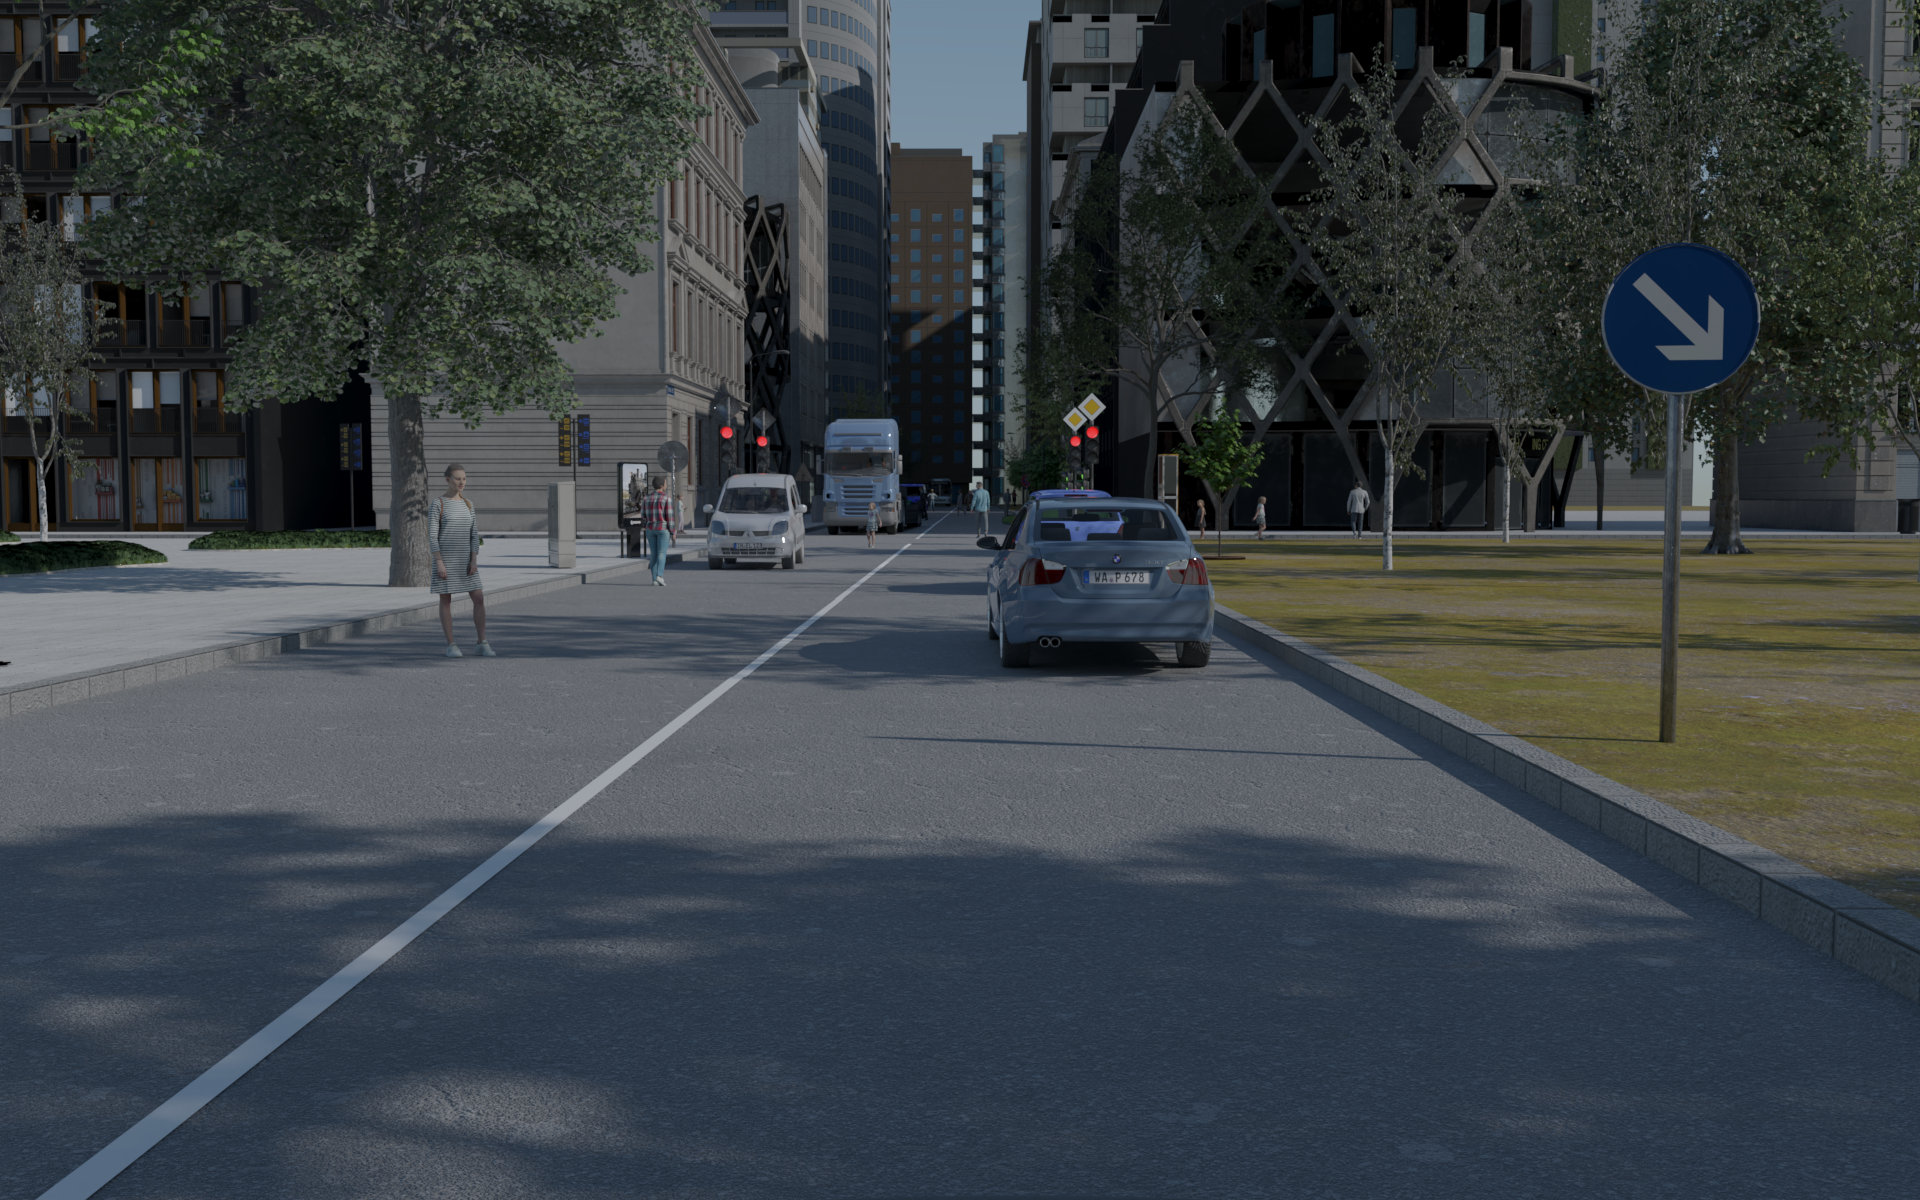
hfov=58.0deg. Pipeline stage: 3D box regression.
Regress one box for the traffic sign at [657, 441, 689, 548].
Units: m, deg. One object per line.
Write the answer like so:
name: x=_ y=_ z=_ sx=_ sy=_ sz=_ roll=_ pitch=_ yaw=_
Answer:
traffic sign: x=-6.825 y=-2.514 z=41.216 sx=0.768 sy=2.556 sz=0.104 roll=0 pitch=4 yaw=3

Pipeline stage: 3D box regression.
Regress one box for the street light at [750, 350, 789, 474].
street light: x=-6.215 y=-5.111 z=56.101 sx=1.470 sy=5.913 sz=1.316 roll=0 pitch=4 yaw=0

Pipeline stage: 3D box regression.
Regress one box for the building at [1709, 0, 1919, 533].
building: x=42.006 y=-16.222 z=62.494 sx=25.104 sy=27.353 sz=12.463 roll=0 pitch=4 yaw=0

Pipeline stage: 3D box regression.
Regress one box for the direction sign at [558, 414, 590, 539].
direction sign: x=-10.927 y=-3.494 z=49.125 sx=0.876 sy=3.537 sz=0.379 roll=-1 pitch=4 yaw=-12

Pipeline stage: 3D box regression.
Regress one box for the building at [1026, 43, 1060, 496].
building: x=13.613 y=-31.787 z=169.826 sx=14.600 sy=45.320 sz=14.200 roll=0 pitch=4 yaw=0

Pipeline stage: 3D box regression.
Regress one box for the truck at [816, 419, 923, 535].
truck: x=-3.195 y=-4.784 z=67.972 sx=2.967 sy=4.110 sz=18.799 roll=0 pitch=4 yaw=2

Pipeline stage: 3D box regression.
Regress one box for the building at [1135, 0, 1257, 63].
building: x=12.856 y=-15.446 z=82.225 sx=12.332 sy=23.373 sz=15.834 roll=0 pitch=4 yaw=0

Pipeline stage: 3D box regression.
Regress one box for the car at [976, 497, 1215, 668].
car: x=1.168 y=-0.220 z=15.605 sx=2.014 sy=1.417 sz=4.499 roll=0 pitch=4 yaw=-1

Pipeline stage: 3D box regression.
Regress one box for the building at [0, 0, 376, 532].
building: x=-31.295 y=-14.316 z=63.738 sx=15.834 sy=23.373 sz=12.332 roll=0 pitch=4 yaw=0

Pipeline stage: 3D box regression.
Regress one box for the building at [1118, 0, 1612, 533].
building: x=15.058 y=-12.090 z=65.128 sx=16.811 sy=18.784 sz=16.820 roll=0 pitch=4 yaw=0

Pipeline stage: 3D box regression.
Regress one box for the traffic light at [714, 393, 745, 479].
traffic light: x=-6.423 y=-3.627 z=48.226 sx=0.839 sy=4.253 sz=0.868 roll=0 pitch=4 yaw=0

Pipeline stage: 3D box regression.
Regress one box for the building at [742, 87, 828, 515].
building: x=-15.297 y=-17.919 z=111.003 sx=12.078 sy=24.808 sz=19.932 roll=0 pitch=4 yaw=0

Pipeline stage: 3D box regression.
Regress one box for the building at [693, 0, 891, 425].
building: x=-21.931 y=-39.877 z=193.993 sx=28.212 sy=58.520 sz=21.231 roll=0 pitch=4 yaw=0

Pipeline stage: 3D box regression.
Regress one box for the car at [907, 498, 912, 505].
car: x=-3.552 y=-5.158 z=93.133 sx=1.959 sy=1.807 sz=4.718 roll=0 pitch=4 yaw=1

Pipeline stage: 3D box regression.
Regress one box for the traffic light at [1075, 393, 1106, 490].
traffic light: x=3.638 y=-3.623 z=48.159 sx=0.839 sy=4.253 sz=0.868 roll=0 pitch=4 yaw=0

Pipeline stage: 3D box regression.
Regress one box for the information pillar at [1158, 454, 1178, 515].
information pillar: x=3.857 y=-1.690 z=32.130 sx=0.304 sy=2.012 sz=0.304 roll=-1 pitch=4 yaw=-9

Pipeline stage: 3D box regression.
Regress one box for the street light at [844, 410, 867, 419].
street light: x=-5.872 y=-7.565 z=96.221 sx=1.470 sy=5.913 sz=1.316 roll=0 pitch=4 yaw=0

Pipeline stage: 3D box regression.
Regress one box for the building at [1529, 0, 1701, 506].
building: x=64.855 y=-39.841 z=193.398 sx=28.212 sy=58.520 sz=21.231 roll=0 pitch=4 yaw=0

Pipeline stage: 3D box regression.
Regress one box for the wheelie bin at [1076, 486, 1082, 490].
wheelie bin: x=4.037 y=-3.171 z=59.749 sx=0.693 sy=1.594 sz=0.980 roll=-2 pitch=4 yaw=-24

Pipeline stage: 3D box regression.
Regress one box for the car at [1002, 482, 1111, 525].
car: x=1.615 y=-1.005 z=26.016 sx=1.945 sy=1.707 sz=3.694 roll=0 pitch=4 yaw=-1

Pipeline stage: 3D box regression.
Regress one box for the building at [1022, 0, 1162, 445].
building: x=21.547 y=-36.793 z=190.802 sx=28.713 sy=52.752 sz=27.495 roll=0 pitch=4 yaw=0

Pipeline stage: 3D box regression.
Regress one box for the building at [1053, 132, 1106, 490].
building: x=13.107 y=-19.638 z=118.338 sx=12.463 sy=27.353 sz=25.104 roll=0 pitch=4 yaw=0

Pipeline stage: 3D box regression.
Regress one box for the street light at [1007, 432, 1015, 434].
street light: x=4.244 y=-9.668 z=130.606 sx=1.470 sy=5.913 sz=1.316 roll=0 pitch=4 yaw=0

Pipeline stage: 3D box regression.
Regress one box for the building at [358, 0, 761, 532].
building: x=-14.848 y=-14.178 z=67.973 sx=11.583 sy=22.565 sz=21.152 roll=0 pitch=4 yaw=0

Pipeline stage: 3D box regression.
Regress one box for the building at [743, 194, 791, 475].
building: x=-17.130 y=-13.443 z=87.245 sx=16.820 sy=18.784 sz=16.811 roll=0 pitch=4 yaw=0

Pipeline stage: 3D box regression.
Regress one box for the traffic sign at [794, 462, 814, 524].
traffic sign: x=-6.404 y=-4.327 z=70.748 sx=0.884 sy=2.594 sz=0.081 roll=1 pitch=4 yaw=9

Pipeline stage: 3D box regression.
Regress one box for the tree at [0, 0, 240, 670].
tree: x=-7.753 y=-5.291 z=12.256 sx=9.928 sy=11.665 sz=9.643 roll=0 pitch=3 yaw=0

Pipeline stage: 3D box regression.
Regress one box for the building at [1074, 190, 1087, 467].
building: x=13.051 y=-16.413 z=98.028 sx=12.332 sy=23.373 sz=15.834 roll=0 pitch=4 yaw=0

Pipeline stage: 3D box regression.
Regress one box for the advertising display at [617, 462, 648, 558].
advertising display: x=-6.585 y=-1.815 z=34.896 sx=0.123 sy=1.923 sz=0.974 roll=1 pitch=4 yaw=22

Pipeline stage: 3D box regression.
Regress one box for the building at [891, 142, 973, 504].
building: x=-5.478 y=-35.081 z=223.680 sx=14.200 sy=45.320 sz=14.600 roll=0 pitch=4 yaw=0

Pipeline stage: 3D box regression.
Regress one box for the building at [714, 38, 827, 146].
building: x=-24.234 y=-27.597 z=143.094 sx=32.217 sy=40.220 sz=23.993 roll=0 pitch=4 yaw=0

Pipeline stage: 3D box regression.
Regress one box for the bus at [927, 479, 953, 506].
bus: x=-2.305 y=-12.704 z=202.569 sx=2.948 sy=3.499 sz=13.247 roll=0 pitch=3 yaw=0

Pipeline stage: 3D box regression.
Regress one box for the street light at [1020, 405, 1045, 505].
street light: x=3.836 y=-7.214 z=90.487 sx=1.470 sy=5.913 sz=1.316 roll=0 pitch=4 yaw=0

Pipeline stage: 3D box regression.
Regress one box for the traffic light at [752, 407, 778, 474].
traffic light: x=-6.357 y=-4.116 z=56.211 sx=0.839 sy=4.253 sz=0.868 roll=0 pitch=4 yaw=0

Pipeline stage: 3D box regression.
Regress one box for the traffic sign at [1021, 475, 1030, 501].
traffic sign: x=4.499 y=-7.120 z=116.525 sx=0.768 sy=2.556 sz=0.104 roll=0 pitch=4 yaw=5

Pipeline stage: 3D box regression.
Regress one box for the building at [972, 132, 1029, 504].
building: x=16.891 y=-37.235 z=228.407 sx=30.456 sy=49.044 sz=23.786 roll=0 pitch=4 yaw=0

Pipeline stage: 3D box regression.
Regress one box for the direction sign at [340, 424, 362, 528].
direction sign: x=-19.612 y=-3.904 z=55.831 sx=0.876 sy=3.537 sz=0.379 roll=2 pitch=4 yaw=25

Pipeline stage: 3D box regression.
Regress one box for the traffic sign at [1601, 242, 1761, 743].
traffic sign: x=3.663 y=-0.537 z=8.890 sx=0.768 sy=2.556 sz=0.104 roll=1 pitch=4 yaw=9

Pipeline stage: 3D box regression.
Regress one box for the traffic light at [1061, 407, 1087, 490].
traffic light: x=3.704 y=-4.112 z=56.144 sx=0.839 sy=4.253 sz=0.868 roll=0 pitch=4 yaw=0
